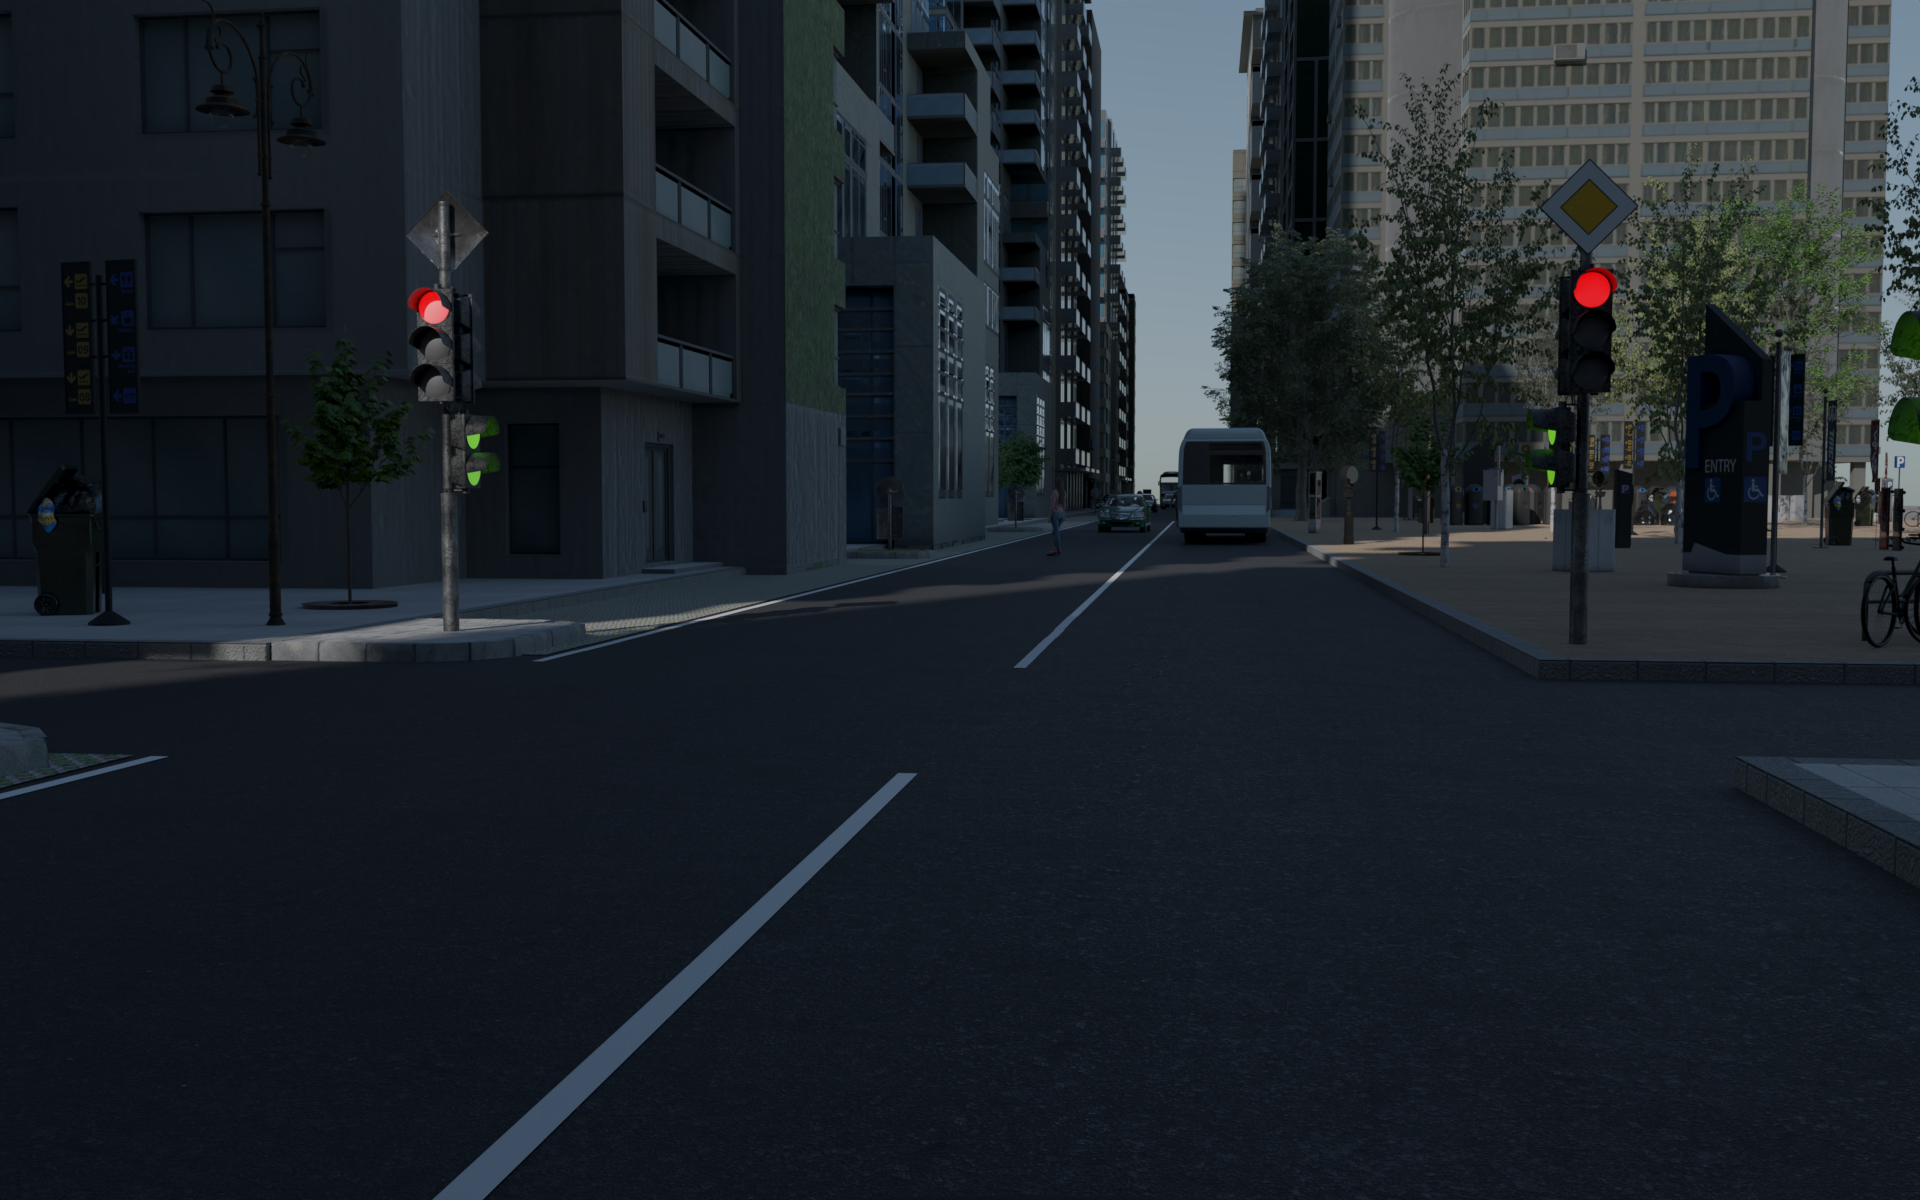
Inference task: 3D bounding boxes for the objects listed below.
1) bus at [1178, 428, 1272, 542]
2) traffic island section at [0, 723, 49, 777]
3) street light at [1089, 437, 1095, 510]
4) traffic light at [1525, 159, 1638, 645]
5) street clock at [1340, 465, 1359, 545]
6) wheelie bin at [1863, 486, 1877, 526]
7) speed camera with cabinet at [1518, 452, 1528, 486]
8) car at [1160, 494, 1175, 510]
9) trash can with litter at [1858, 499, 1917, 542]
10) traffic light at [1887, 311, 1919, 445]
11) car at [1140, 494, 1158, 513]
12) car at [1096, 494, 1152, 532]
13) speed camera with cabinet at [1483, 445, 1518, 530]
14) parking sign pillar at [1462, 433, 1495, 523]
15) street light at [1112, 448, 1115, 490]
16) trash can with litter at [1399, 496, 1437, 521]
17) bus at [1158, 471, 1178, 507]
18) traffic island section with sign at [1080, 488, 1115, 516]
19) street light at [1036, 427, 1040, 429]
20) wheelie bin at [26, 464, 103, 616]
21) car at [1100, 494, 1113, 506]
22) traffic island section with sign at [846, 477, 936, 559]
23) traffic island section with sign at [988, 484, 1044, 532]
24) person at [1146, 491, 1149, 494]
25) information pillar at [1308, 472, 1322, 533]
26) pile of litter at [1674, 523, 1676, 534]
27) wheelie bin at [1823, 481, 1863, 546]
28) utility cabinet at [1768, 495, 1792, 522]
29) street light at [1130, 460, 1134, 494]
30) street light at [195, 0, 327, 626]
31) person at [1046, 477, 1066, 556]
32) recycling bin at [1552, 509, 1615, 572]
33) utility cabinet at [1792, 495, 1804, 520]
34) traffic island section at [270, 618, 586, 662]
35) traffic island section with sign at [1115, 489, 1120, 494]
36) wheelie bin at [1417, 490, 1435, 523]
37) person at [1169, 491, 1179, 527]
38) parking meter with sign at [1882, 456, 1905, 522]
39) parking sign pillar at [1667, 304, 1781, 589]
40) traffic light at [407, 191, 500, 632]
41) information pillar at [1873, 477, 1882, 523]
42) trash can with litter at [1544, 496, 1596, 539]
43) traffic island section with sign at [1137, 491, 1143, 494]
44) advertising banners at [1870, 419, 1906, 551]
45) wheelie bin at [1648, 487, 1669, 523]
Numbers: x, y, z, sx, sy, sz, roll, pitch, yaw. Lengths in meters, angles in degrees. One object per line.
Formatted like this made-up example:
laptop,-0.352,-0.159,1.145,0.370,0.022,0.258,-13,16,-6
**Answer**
bus,8.449,-3.664,54.770,2.948,3.499,13.247,1,4,9
traffic island section,-5.892,0.854,8.325,2.009,0.180,2.903,0,4,8
street light,10.586,-10.204,139.616,0.468,5.910,1.993,0,4,8
traffic light,5.271,-1.577,14.710,0.839,4.253,0.868,0,4,8
street clock,9.876,-2.408,43.945,0.471,2.002,0.358,-2,4,-35
wheelie bin,36.232,-3.755,69.301,0.980,1.594,0.693,-3,5,-42
speed camera with cabinet,25.811,-5.364,82.036,2.038,3.252,0.660,2,4,29
car,19.745,-9.145,161.314,2.131,1.459,4.920,1,4,10
trash can with litter,25.488,-2.213,47.234,1.678,1.210,2.233,2,4,25
traffic light,4.162,-1.094,6.802,0.839,4.253,0.868,0,4,8
car,14.564,-7.706,135.781,2.009,1.686,4.222,1,4,10
car,6.344,-3.343,66.460,2.131,1.459,4.920,1,4,10
speed camera with cabinet,19.549,-4.195,62.922,0.660,3.252,2.038,2,4,32
parking sign pillar,23.020,-5.410,76.925,1.447,3.967,1.447,0,4,5
street light,15.516,-12.381,175.219,0.468,5.910,1.993,0,4,8
trash can with litter,22.175,-4.498,84.592,1.678,1.210,2.233,-1,4,-17
bus,22.955,-12.029,188.224,2.896,3.916,12.252,0,4,6
traffic island section with sign,9.023,-6.491,114.758,1.989,1.847,2.006,0,4,8
street light,3.980,-7.357,93.082,0.468,5.910,1.993,0,4,8
wheelie bin,-9.523,-0.651,18.545,0.693,1.594,0.980,-1,4,-14
car,11.522,-7.410,130.941,2.009,1.686,4.222,0,4,6
traffic island section with sign,-1.602,-1.853,38.917,1.989,1.847,2.006,0,4,8
traffic island section with sign,2.141,-3.485,65.612,1.989,1.847,2.006,0,4,8
person,19.876,-10.714,184.504,0.721,1.723,1.217,-3,5,-39
information pillar,11.612,-3.191,56.672,0.304,2.012,0.304,3,5,44
pile of litter,22.986,-2.466,54.278,1.719,0.858,1.176,-3,5,-42
wheelie bin,21.967,-2.162,43.249,0.693,1.594,0.980,1,4,15
utility cabinet,37.434,-4.172,79.380,0.306,1.237,1.020,-3,4,-36
street light,21.993,-15.228,221.771,0.468,5.910,1.993,0,4,8
street light,-6.697,-2.690,16.775,0.468,5.910,1.993,0,4,8
person,2.255,-1.932,40.094,0.388,1.821,0.555,2,4,34
recycling bin,10.345,-0.990,28.734,0.722,1.027,0.722,-1,4,-19
utility cabinet,41.050,-4.507,84.857,1.020,1.237,0.306,-3,4,-38
traffic island section,-4.783,0.370,16.233,2.009,0.180,2.903,0,4,8
traffic island section with sign,12.773,-8.126,141.483,1.989,1.847,2.006,0,4,8
wheelie bin,20.632,-4.201,76.587,0.693,1.594,0.980,0,4,-2
person,9.647,-4.159,76.280,0.659,1.850,0.755,2,4,28
parking meter with sign,42.773,-5.132,80.162,0.543,3.016,1.738,-1,4,-18
parking sign pillar,10.609,-2.171,23.967,1.447,3.967,1.447,-1,4,-11
traffic light,-4.745,-1.662,16.093,0.839,4.253,0.868,0,4,8
information pillar,40.095,-4.356,75.706,0.304,2.012,0.304,2,4,32
trash can with litter,17.463,-2.330,49.151,1.678,1.210,2.233,1,4,14
traffic island section with sign,24.144,-13.087,222.600,1.989,1.847,2.006,0,4,8
advertising banners,21.339,-2.673,39.891,0.090,3.025,2.074,0,4,8
wheelie bin,31.033,-4.218,76.869,0.980,1.594,0.693,-2,4,-30
